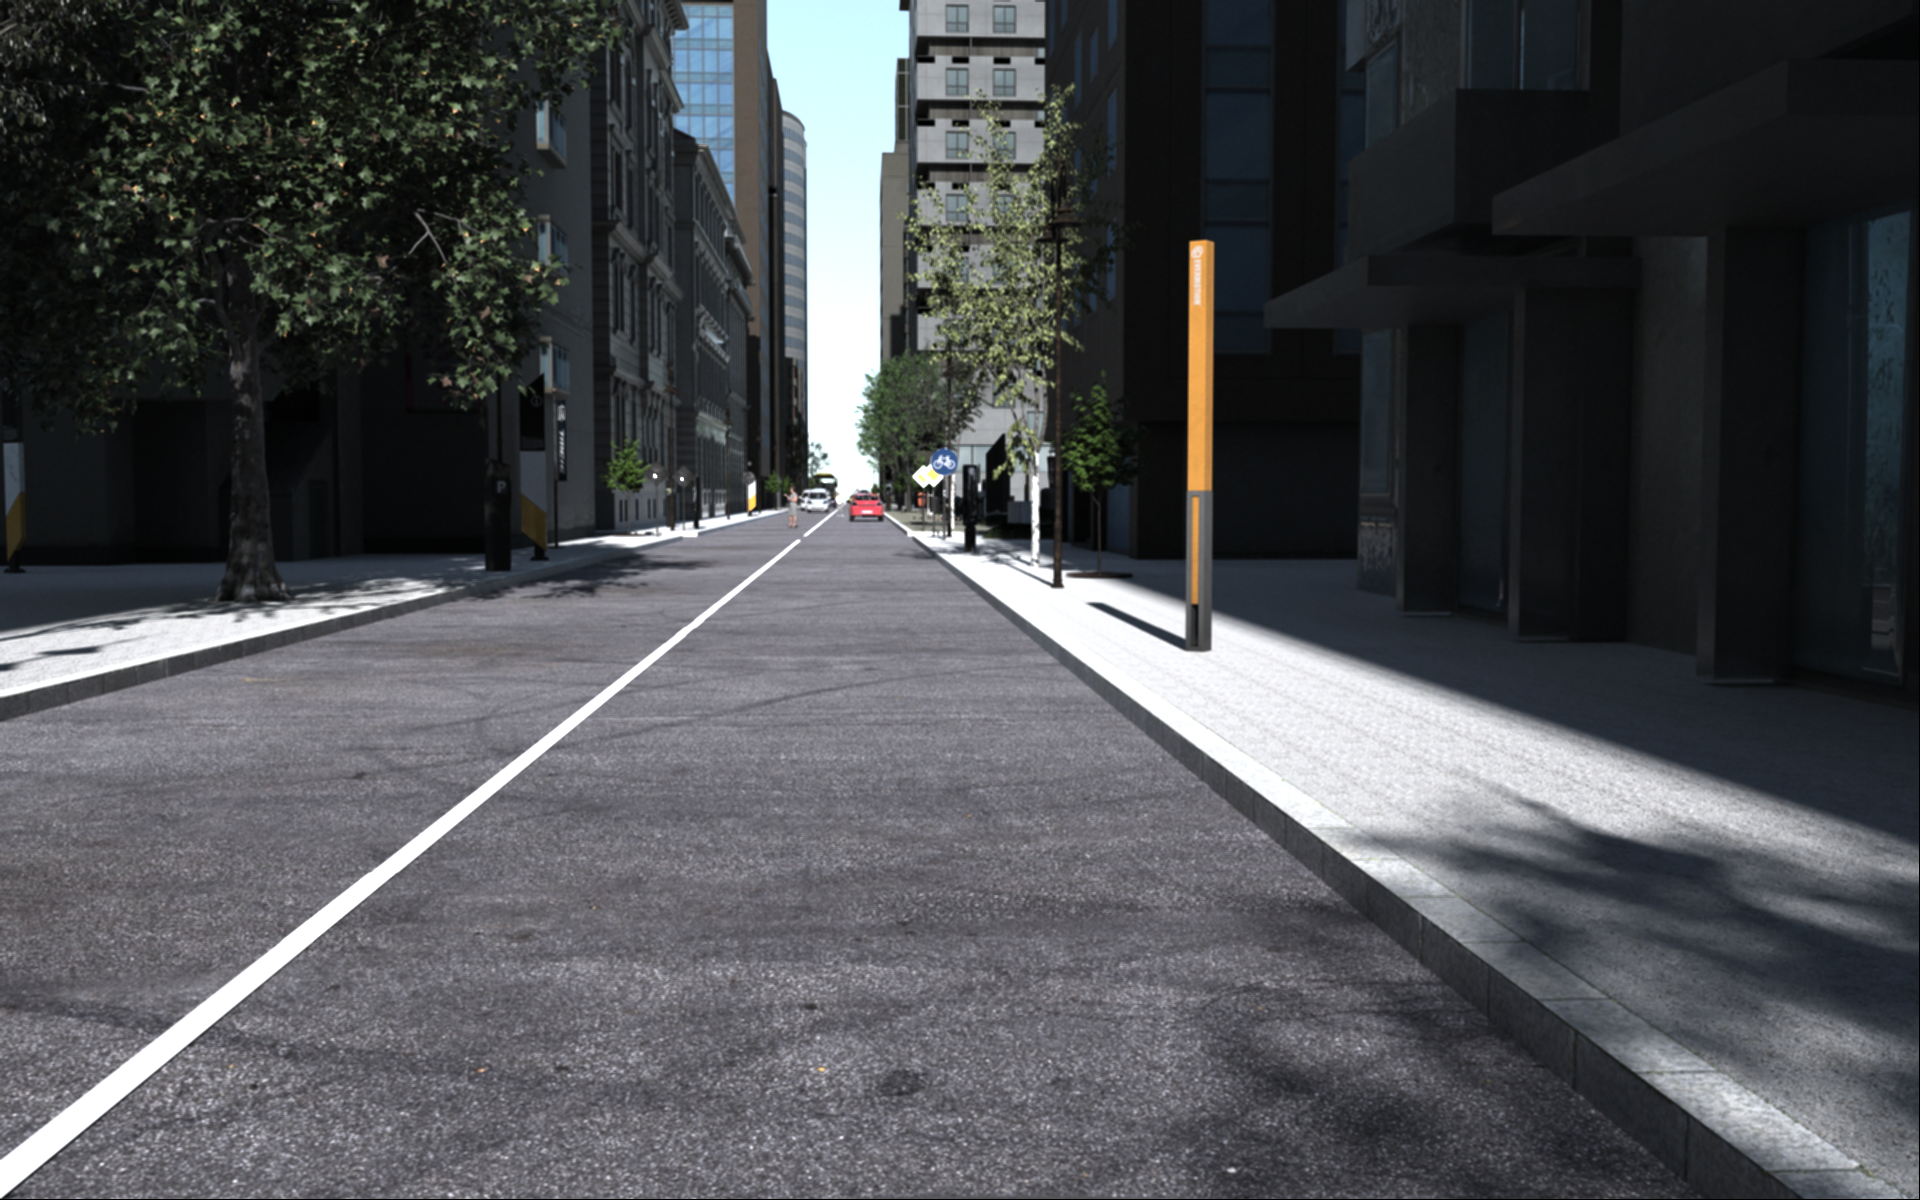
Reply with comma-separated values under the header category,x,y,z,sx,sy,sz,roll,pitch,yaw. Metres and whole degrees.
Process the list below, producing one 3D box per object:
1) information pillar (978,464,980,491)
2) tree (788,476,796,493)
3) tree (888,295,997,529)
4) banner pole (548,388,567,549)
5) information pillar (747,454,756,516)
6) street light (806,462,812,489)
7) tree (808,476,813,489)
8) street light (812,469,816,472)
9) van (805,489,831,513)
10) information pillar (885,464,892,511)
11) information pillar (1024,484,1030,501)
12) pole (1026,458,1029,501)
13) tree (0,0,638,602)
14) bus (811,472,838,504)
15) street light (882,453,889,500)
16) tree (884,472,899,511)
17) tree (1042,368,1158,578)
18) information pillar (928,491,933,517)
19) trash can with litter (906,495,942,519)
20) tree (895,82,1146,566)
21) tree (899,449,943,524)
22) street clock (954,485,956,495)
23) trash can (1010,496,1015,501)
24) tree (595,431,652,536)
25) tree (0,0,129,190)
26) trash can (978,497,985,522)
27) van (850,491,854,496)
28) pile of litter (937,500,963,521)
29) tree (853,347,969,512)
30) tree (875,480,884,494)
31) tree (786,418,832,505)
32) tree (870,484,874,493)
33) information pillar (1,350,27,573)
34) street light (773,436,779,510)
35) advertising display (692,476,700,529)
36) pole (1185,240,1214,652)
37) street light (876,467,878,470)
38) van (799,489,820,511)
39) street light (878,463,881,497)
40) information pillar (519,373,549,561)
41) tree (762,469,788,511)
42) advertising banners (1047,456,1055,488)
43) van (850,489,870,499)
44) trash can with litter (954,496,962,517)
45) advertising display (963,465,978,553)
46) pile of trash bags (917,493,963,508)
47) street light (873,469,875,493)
category,x,y,z,sx,sy,sz,roll,pitch,yaw
information pillar,1.465,-8.726,134.020,0.183,3.616,0.504,0,4,-8
tree,-16.684,-10.517,166.561,1.663,3.219,1.824,0,3,0
tree,-0.385,-6.966,64.263,4.360,8.622,3.978,0,3,0
banner pole,-9.403,-3.097,40.660,0.401,3.779,0.863,-3,4,-37
information pillar,-12.224,-6.729,101.379,0.504,3.616,0.183,-1,4,-9
street light,-19.397,-15.093,219.561,0.468,5.910,1.993,0,4,-3
tree,-24.766,-18.904,292.794,4.285,4.588,4.351,0,3,0
street light,-21.080,-16.726,246.250,0.468,5.910,1.993,0,4,-3
van,-10.935,-7.731,133.407,2.013,2.044,4.112,0,4,-3
information pillar,-5.577,-8.761,134.593,0.504,3.616,0.183,-1,4,-10
information pillar,4.860,-7.409,125.631,0.304,2.012,0.304,1,4,18
pole,3.863,-6.435,99.057,0.158,3.312,0.155,0,3,0
tree,-8.671,-6.345,20.747,9.611,12.733,9.660,0,3,0
bus,-15.655,-12.831,201.332,2.896,3.916,12.252,0,4,-2
street light,-6.645,-11.316,157.806,0.468,5.910,1.993,0,4,-3
tree,-4.334,-8.352,131.158,1.663,3.219,1.824,0,3,0
tree,2.178,-1.957,26.597,1.663,3.219,1.824,0,3,0
information pillar,-1.670,-5.688,97.494,0.304,2.012,0.304,0,4,-5
trash can with litter,-1.717,-4.792,89.406,2.233,1.210,1.678,-1,4,-9
tree,1.097,-4.902,30.511,4.737,8.622,4.395,0,3,0
tree,-1.578,-4.869,74.209,1.663,3.219,1.824,0,3,0
street clock,-0.469,-7.816,132.364,0.358,2.002,0.471,0,4,-6
trash can,3.949,-7.576,135.525,0.748,1.137,0.748,0,3,0
tree,-10.183,-3.585,53.217,1.663,3.219,1.824,0,3,0
tree,-8.031,-3.770,11.999,4.360,8.622,3.978,0,3,0
trash can,0.805,-4.183,80.045,0.748,1.137,0.748,0,3,0
van,-15.423,-15.419,259.114,2.013,2.044,4.112,0,4,-4
pile of litter,-0.484,-4.174,82.206,1.176,0.858,1.719,-3,4,-37
tree,-3.441,-11.954,121.198,9.928,11.665,9.643,0,3,0
tree,-7.473,-11.466,182.077,1.663,3.219,1.824,0,3,0
tree,-19.825,-16.993,212.251,8.767,10.594,7.601,-1,4,-11
tree,-14.018,-17.833,286.168,1.663,3.219,1.824,0,3,0
information pillar,-15.336,-2.245,28.061,0.504,3.616,0.183,2,4,35
street light,-14.593,-10.060,137.269,0.468,5.910,1.993,0,4,-3
advertising display,-9.695,-3.571,63.595,0.123,1.923,0.974,-1,4,-17
pole,1.950,-1.237,14.063,0.158,3.312,0.155,0,3,0
street light,-9.853,-14.596,211.424,0.468,5.910,1.993,0,4,-3
van,-12.919,-8.732,149.773,2.013,2.044,4.112,0,4,-3
street light,-8.230,-12.963,184.731,0.468,5.910,1.993,0,4,-3
information pillar,-8.213,-2.570,33.382,0.504,3.616,0.183,-1,4,-10
tree,-14.500,-8.520,133.907,1.663,3.219,1.824,0,3,0
advertising banners,4.769,-5.112,79.767,0.090,3.025,2.074,-3,5,-44
van,-8.463,-8.707,149.377,2.013,2.044,4.112,0,4,-5
trash can with litter,-0.308,-5.329,98.521,0.624,1.170,1.055,1,4,22
advertising display,0.227,-2.023,38.296,0.123,1.923,0.974,1,4,13
pile of trash bags,-1.119,-6.304,112.820,3.447,1.369,1.912,1,4,11
street light,-11.535,-16.401,240.938,0.468,5.910,1.993,0,4,-3
